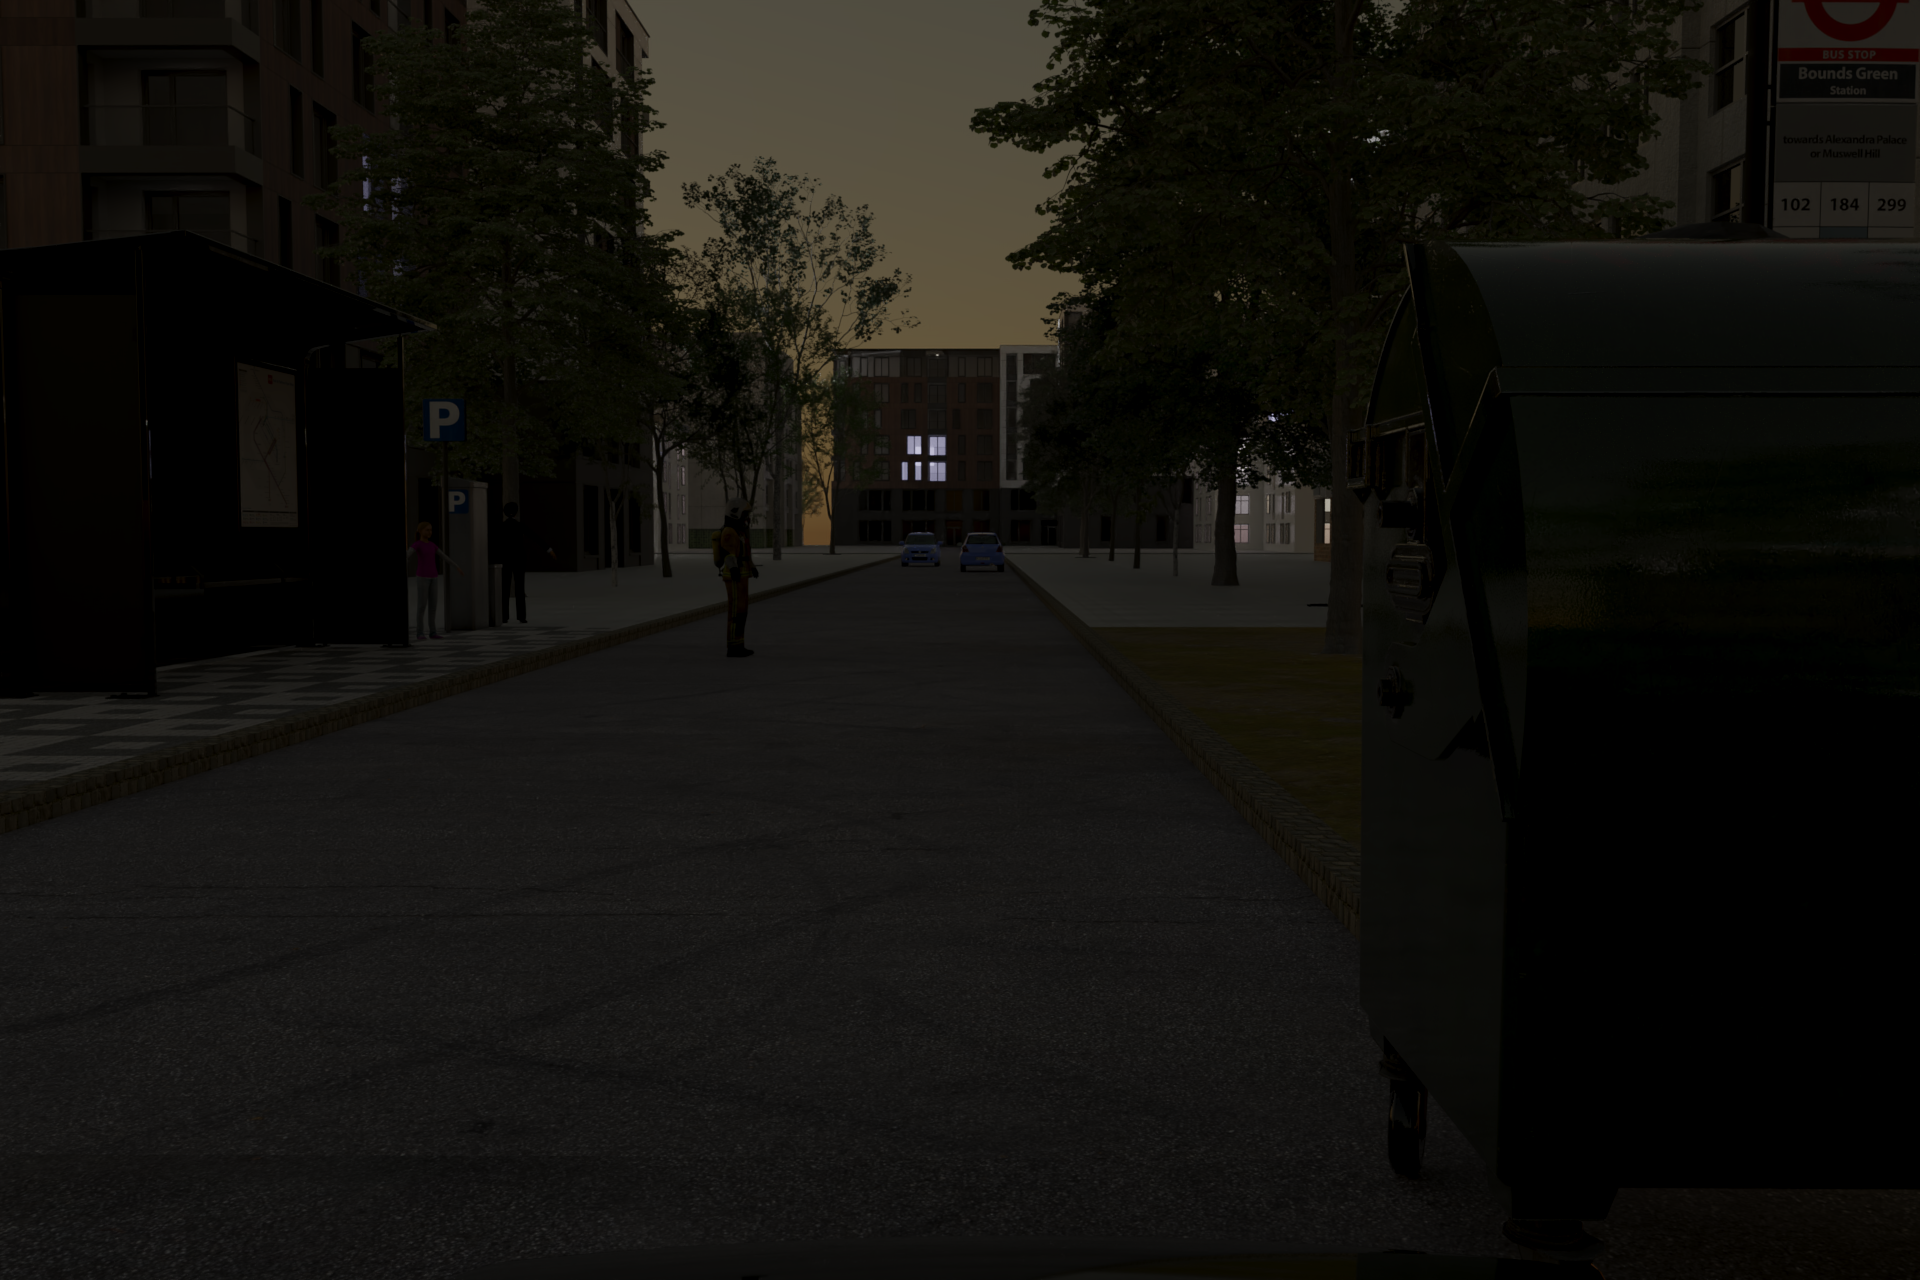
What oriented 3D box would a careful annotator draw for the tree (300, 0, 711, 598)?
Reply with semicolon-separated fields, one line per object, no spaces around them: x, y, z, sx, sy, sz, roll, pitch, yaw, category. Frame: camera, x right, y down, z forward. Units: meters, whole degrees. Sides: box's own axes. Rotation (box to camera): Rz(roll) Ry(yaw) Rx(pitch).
-8.872;-7.107;34.330;7.486;12.596;7.792;0;3;0;tree

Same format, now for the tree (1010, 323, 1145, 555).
7.754;-12.229;106.601;9.857;13.997;8.962;0;3;0;tree

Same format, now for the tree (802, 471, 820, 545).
-17.939;-14.961;194.971;4.737;8.622;4.395;0;3;0;tree

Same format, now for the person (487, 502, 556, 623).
-6.431;-1.116;24.963;1.216;1.740;0.721;0;4;1;person

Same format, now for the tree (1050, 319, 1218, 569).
6.858;-7.923;63.951;7.601;10.594;8.767;-2;4;-27;tree

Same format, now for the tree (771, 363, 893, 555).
-7.984;-11.078;106.875;9.928;11.665;9.643;0;3;0;tree

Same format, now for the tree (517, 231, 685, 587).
-8.350;-5.622;42.279;4.360;8.622;3.978;0;3;0;tree

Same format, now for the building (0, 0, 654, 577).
-26.764;-12.929;55.364;27.936;21.610;32.646;0;4;0;building

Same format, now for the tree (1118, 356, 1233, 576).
6.581;-6.252;52.583;4.737;8.622;4.395;0;3;0;tree

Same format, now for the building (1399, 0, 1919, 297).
23.364;-10.873;44.237;16.747;18.905;31.486;0;4;1;building

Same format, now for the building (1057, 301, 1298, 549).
23.355;-19.847;168.477;27.936;21.610;32.646;0;4;1;building

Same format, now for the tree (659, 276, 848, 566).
-8.392;-8.753;68.872;9.928;11.665;9.643;0;3;0;tree

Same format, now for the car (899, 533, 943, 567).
-1.732;-4.143;77.330;1.945;1.707;3.694;0;4;1;car

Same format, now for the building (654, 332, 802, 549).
-25.367;-18.423;167.678;16.747;18.905;31.486;0;4;1;building

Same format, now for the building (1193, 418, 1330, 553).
24.150;-11.736;134.027;9.099;9.664;28.070;0;4;1;building

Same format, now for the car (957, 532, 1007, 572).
0.839;-3.486;66.585;1.945;1.707;3.694;0;4;0;car

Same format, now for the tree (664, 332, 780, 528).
-8.118;-6.842;62.232;4.360;8.622;3.978;0;3;0;tree

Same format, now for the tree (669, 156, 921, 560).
-8.329;-14.037;85.395;12.611;20.169;13.585;0;3;0;tree

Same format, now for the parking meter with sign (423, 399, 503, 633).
-6.609;-1.649;23.223;0.543;3.016;1.738;0;4;2;parking meter with sign

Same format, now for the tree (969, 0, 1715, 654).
3.973;-6.153;18.725;7.486;12.596;7.792;0;3;0;tree

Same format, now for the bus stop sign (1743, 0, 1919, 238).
3.482;-1.128;7.149;0.855;3.939;0.416;0;4;1;bus stop sign

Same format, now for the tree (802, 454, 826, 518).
-19.049;-16.349;201.710;7.601;10.594;8.767;0;4;3;tree

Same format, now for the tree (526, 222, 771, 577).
-9.019;-7.136;51.083;7.601;10.594;8.767;0;4;2;tree

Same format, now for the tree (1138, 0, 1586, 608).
6.827;-6.397;30.342;9.928;11.665;9.643;0;3;0;tree

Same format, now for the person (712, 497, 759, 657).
-2.581;-0.737;20.276;0.705;1.858;1.354;0;4;3;person

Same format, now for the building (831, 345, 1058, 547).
2.222;-21.618;199.884;32.646;21.610;27.936;0;4;0;building

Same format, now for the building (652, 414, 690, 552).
-25.700;-11.833;135.618;9.099;9.664;28.070;0;4;0;building

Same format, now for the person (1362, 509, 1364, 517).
7.568;-1.660;33.283;0.704;1.843;1.345;1;4;22;person

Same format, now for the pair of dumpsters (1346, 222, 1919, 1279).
3.036;0.095;3.391;4.436;2.255;1.574;0;4;1;pair of dumpsters

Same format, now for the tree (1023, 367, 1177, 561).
7.122;-8.966;81.004;8.767;10.594;7.601;0;4;-1;tree

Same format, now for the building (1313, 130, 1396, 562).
21.787;-13.696;80.357;16.016;20.090;11.380;0;4;0;building

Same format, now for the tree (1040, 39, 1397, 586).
6.716;-8.335;42.935;9.857;13.997;8.962;0;3;0;tree

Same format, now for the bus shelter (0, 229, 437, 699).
-6.788;-1.544;16.525;1.731;3.624;6.357;0;4;1;bus shelter

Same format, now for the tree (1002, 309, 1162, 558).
6.857;-11.136;92.449;12.009;13.543;11.850;0;3;0;tree

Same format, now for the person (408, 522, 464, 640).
-6.430;-0.718;21.011;0.599;1.433;0.991;2;4;33;person
